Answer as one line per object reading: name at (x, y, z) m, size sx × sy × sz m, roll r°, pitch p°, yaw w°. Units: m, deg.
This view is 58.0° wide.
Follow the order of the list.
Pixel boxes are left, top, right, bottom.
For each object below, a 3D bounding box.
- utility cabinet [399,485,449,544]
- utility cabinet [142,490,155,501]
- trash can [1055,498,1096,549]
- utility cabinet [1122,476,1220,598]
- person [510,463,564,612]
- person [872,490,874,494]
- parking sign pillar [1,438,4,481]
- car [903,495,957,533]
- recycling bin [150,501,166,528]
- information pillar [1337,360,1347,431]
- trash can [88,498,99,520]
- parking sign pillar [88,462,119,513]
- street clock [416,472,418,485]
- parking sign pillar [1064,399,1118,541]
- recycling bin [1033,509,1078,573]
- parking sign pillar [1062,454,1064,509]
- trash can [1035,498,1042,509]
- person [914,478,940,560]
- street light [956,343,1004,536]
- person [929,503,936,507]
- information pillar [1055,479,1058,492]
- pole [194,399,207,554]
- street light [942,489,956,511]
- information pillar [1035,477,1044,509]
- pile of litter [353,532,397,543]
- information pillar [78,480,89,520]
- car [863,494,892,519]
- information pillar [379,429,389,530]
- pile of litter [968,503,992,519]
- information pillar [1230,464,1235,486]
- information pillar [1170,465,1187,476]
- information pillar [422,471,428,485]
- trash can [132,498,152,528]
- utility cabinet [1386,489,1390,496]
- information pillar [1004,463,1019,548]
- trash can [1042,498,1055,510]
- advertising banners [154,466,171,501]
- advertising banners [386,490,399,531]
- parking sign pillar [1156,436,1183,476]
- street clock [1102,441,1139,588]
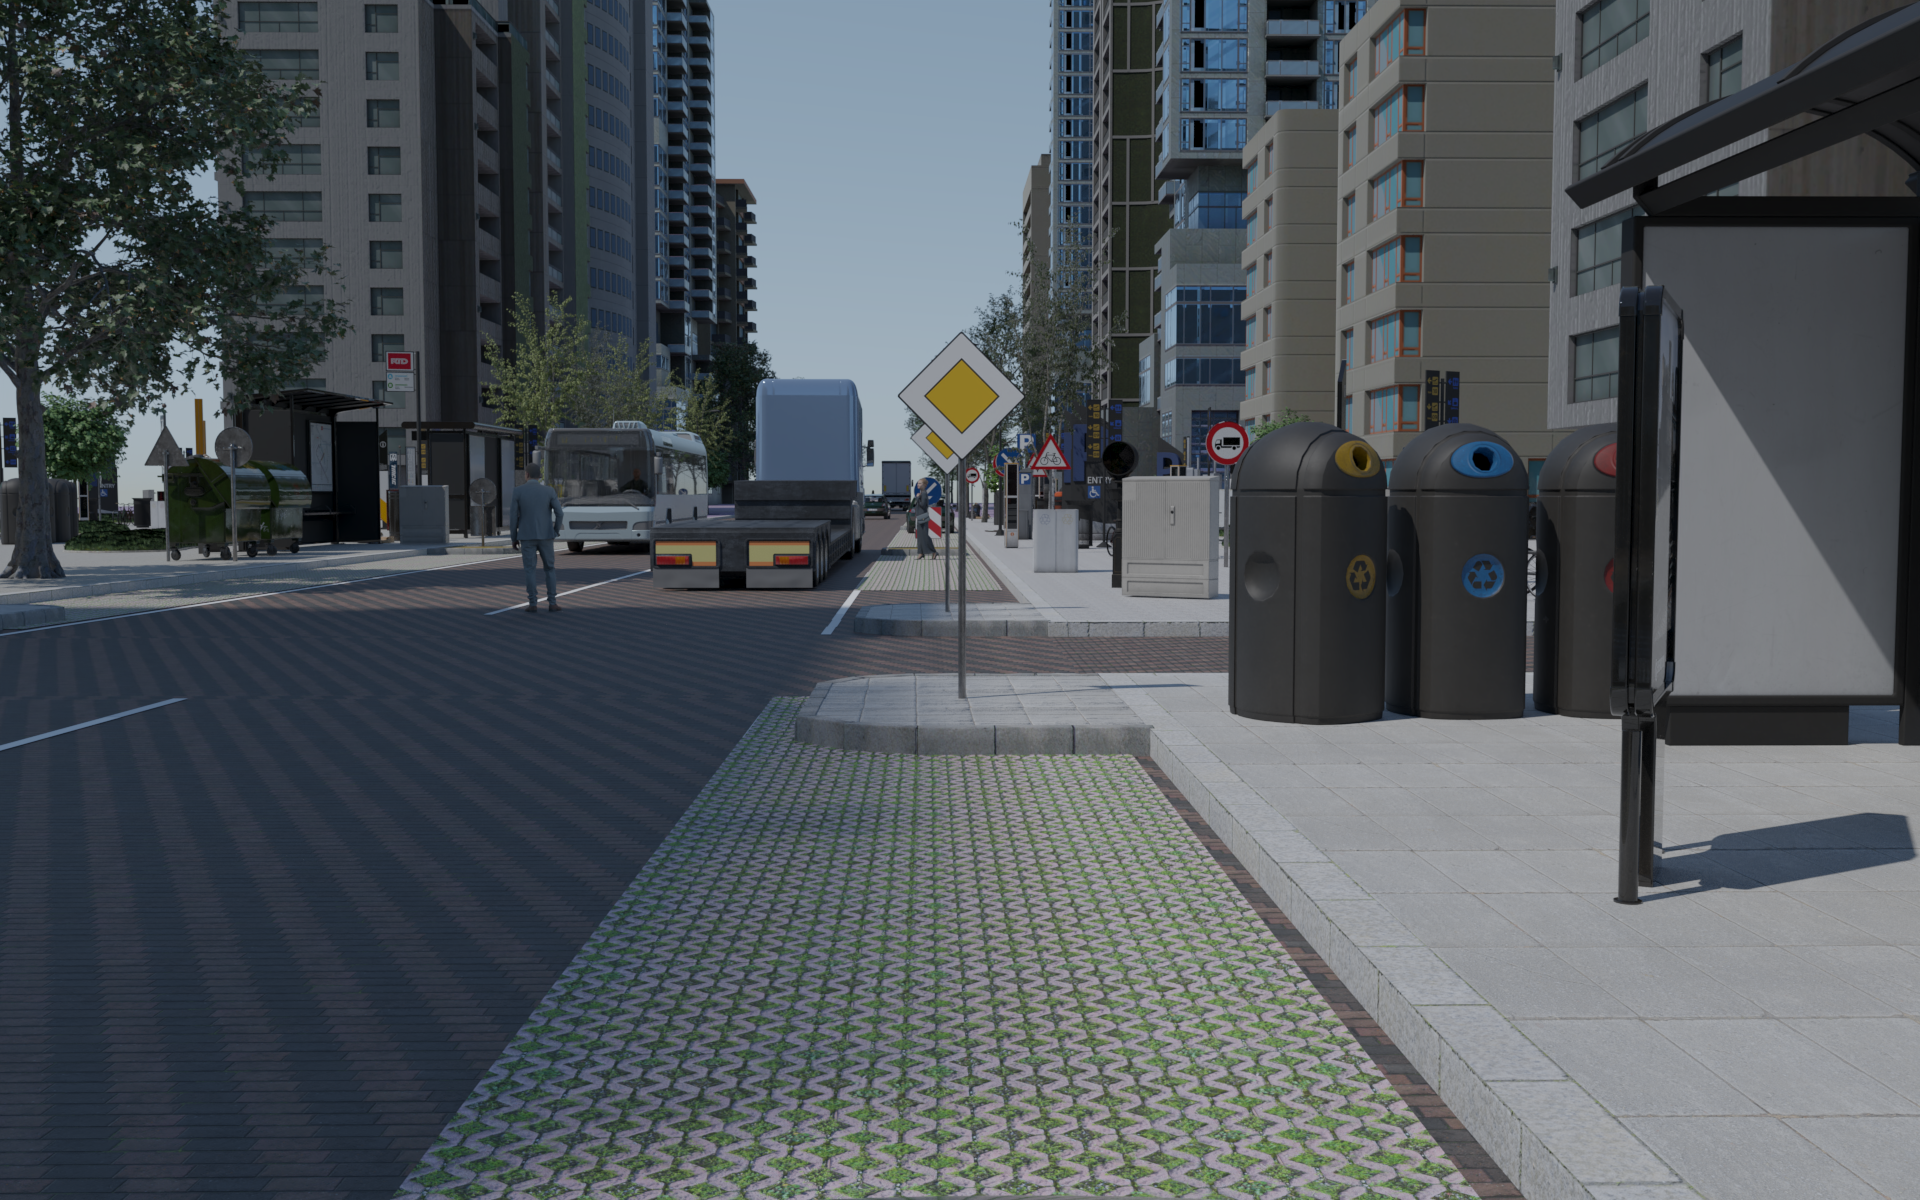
utility cabinet at (-13.611, -2.160, 43.991) m, size 1.173 × 1.500 × 0.318 m, roll 0°, pitch 4°, yaw 1°
utility cabinet at (-39.605, -4.639, 84.524) m, size 0.318 × 1.500 × 1.173 m, roll -1°, pitch 4°, yaw -13°
trash can at (2.812, -1.771, 40.610) m, size 0.748 × 1.137 × 0.748 m, roll 0°, pitch 3°, yaw 0°
utility cabinet at (2.586, -0.775, 21.353) m, size 1.173 × 1.500 × 0.318 m, roll 2°, pitch 4°, yaw 32°
person at (-5.157, -0.765, 21.108) m, size 0.635 × 1.810 × 0.391 m, roll -2°, pitch 4°, yaw -24°
person at (-6.507, -7.385, 129.963) m, size 1.217 × 1.735 × 0.721 m, roll 0°, pitch 4°, yaw 6°
parking sign pillar at (-46.544, -5.777, 82.922) m, size 1.447 × 3.967 × 1.447 m, roll -1°, pitch 4°, yaw -21°
car at (-1.107, -3.314, 63.966) m, size 2.009 × 1.686 × 4.222 m, roll 0°, pitch 4°, yaw -2°
recycling bin at (-28.295, -3.006, 61.705) m, size 0.722 × 1.027 × 0.722 m, roll 1°, pitch 4°, yaw 19°
information pillar at (6.612, -2.367, 30.062) m, size 0.183 × 3.616 × 0.504 m, roll 1°, pitch 4°, yaw 21°
trash can at (-31.883, -3.164, 63.380) m, size 0.748 × 1.137 × 0.748 m, roll 0°, pitch 3°, yaw 0°
parking sign pillar at (-40.480, -5.701, 81.686) m, size 1.447 × 3.967 × 1.447 m, roll -3°, pitch 5°, yaw -41°
street clock at (-17.579, -3.138, 55.880) m, size 0.358 × 2.002 × 0.471 m, roll -1°, pitch 4°, yaw -23°
parking sign pillar at (3.752, -3.661, 48.329) m, size 1.447 × 3.967 × 1.447 m, roll 1°, pitch 4°, yaw 8°
recycling bin at (1.570, -0.976, 28.505) m, size 0.722 × 1.027 × 0.722 m, roll 0°, pitch 4°, yaw 1°
parking sign pillar at (3.894, -4.048, 54.651) m, size 1.447 × 3.967 × 1.447 m, roll 1°, pitch 4°, yaw 16°
trash can at (3.092, -3.124, 62.727) m, size 0.748 × 1.137 × 0.748 m, roll 0°, pitch 3°, yaw 0°
person at (-0.757, -1.748, 37.509) m, size 0.534 × 1.772 × 0.576 m, roll -2°, pitch 4°, yaw -24°
street light at (0.699, -4.928, 53.107) m, size 1.470 × 5.913 × 1.316 m, roll 0°, pitch 4°, yaw -1°
person at (-1.005, -2.601, 53.629) m, size 0.523 × 1.515 × 0.503 m, roll -1°, pitch 4°, yaw -21°
information pillar at (4.530, -4.819, 83.286) m, size 0.304 × 2.012 × 0.304 m, roll 1°, pitch 4°, yaw 21°
pole at (-16.261, -2.645, 37.086) m, size 0.158 × 3.312 × 0.155 m, roll 0°, pitch 3°, yaw 0°
street light at (-0.092, -7.372, 93.076) m, size 1.470 × 5.913 × 1.316 m, roll 0°, pitch 4°, yaw -1°
information pillar at (3.061, -3.840, 67.270) m, size 0.304 × 2.012 × 0.304 m, roll 3°, pitch 5°, yaw 40°
pile of litter at (-15.495, -1.944, 45.750) m, size 1.176 × 0.858 × 1.719 m, roll -1°, pitch 4°, yaw -9°
information pillar at (-30.544, -3.417, 60.354) m, size 0.304 × 2.012 × 0.304 m, roll -2°, pitch 4°, yaw -30°
car at (-4.904, -5.474, 99.291) m, size 2.009 × 1.686 × 4.222 m, roll 0°, pitch 4°, yaw 1°
information pillar at (-20.842, -4.348, 62.445) m, size 0.504 × 3.616 × 0.183 m, roll 0°, pitch 4°, yaw -4°
pile of litter at (1.092, -4.611, 89.357) m, size 1.176 × 0.858 × 1.719 m, roll 3°, pitch 5°, yaw 45°
information pillar at (14.709, -6.242, 93.413) m, size 0.183 × 3.616 × 0.504 m, roll -1°, pitch 4°, yaw -18°
information pillar at (5.581, -2.433, 44.277) m, size 0.304 × 2.012 × 0.304 m, roll -3°, pitch 5°, yaw -40°
information pillar at (-23.128, -5.102, 74.766) m, size 0.504 × 3.616 × 0.183 m, roll 0°, pitch 4°, yaw -3°
trash can at (-31.093, -3.316, 65.866) m, size 0.748 × 1.137 × 0.748 m, roll 0°, pitch 3°, yaw 0°
utility cabinet at (12.706, -2.617, 51.473) m, size 0.318 × 1.500 × 1.173 m, roll 0°, pitch 4°, yaw -3°
information pillar at (1.216, -2.232, 40.987) m, size 0.304 × 2.012 × 0.304 m, roll 0°, pitch 4°, yaw -7°
trash can at (3.319, -2.896, 58.997) m, size 0.748 × 1.137 × 0.748 m, roll 0°, pitch 3°, yaw 0°
advertising banners at (-41.999, -5.795, 90.934) m, size 0.090 × 3.025 × 2.074 m, roll 1°, pitch 4°, yaw 18°
advertising banners at (-19.842, -3.945, 60.695) m, size 2.074 × 3.025 × 0.090 m, roll 0°, pitch 4°, yaw 1°
parking sign pillar at (9.782, -5.631, 80.546) m, size 1.447 × 3.967 × 1.447 m, roll 2°, pitch 4°, yaw 28°
street clock at (2.187, -1.169, 23.679) m, size 0.471 × 2.002 × 0.358 m, roll 1°, pitch 4°, yaw 17°
